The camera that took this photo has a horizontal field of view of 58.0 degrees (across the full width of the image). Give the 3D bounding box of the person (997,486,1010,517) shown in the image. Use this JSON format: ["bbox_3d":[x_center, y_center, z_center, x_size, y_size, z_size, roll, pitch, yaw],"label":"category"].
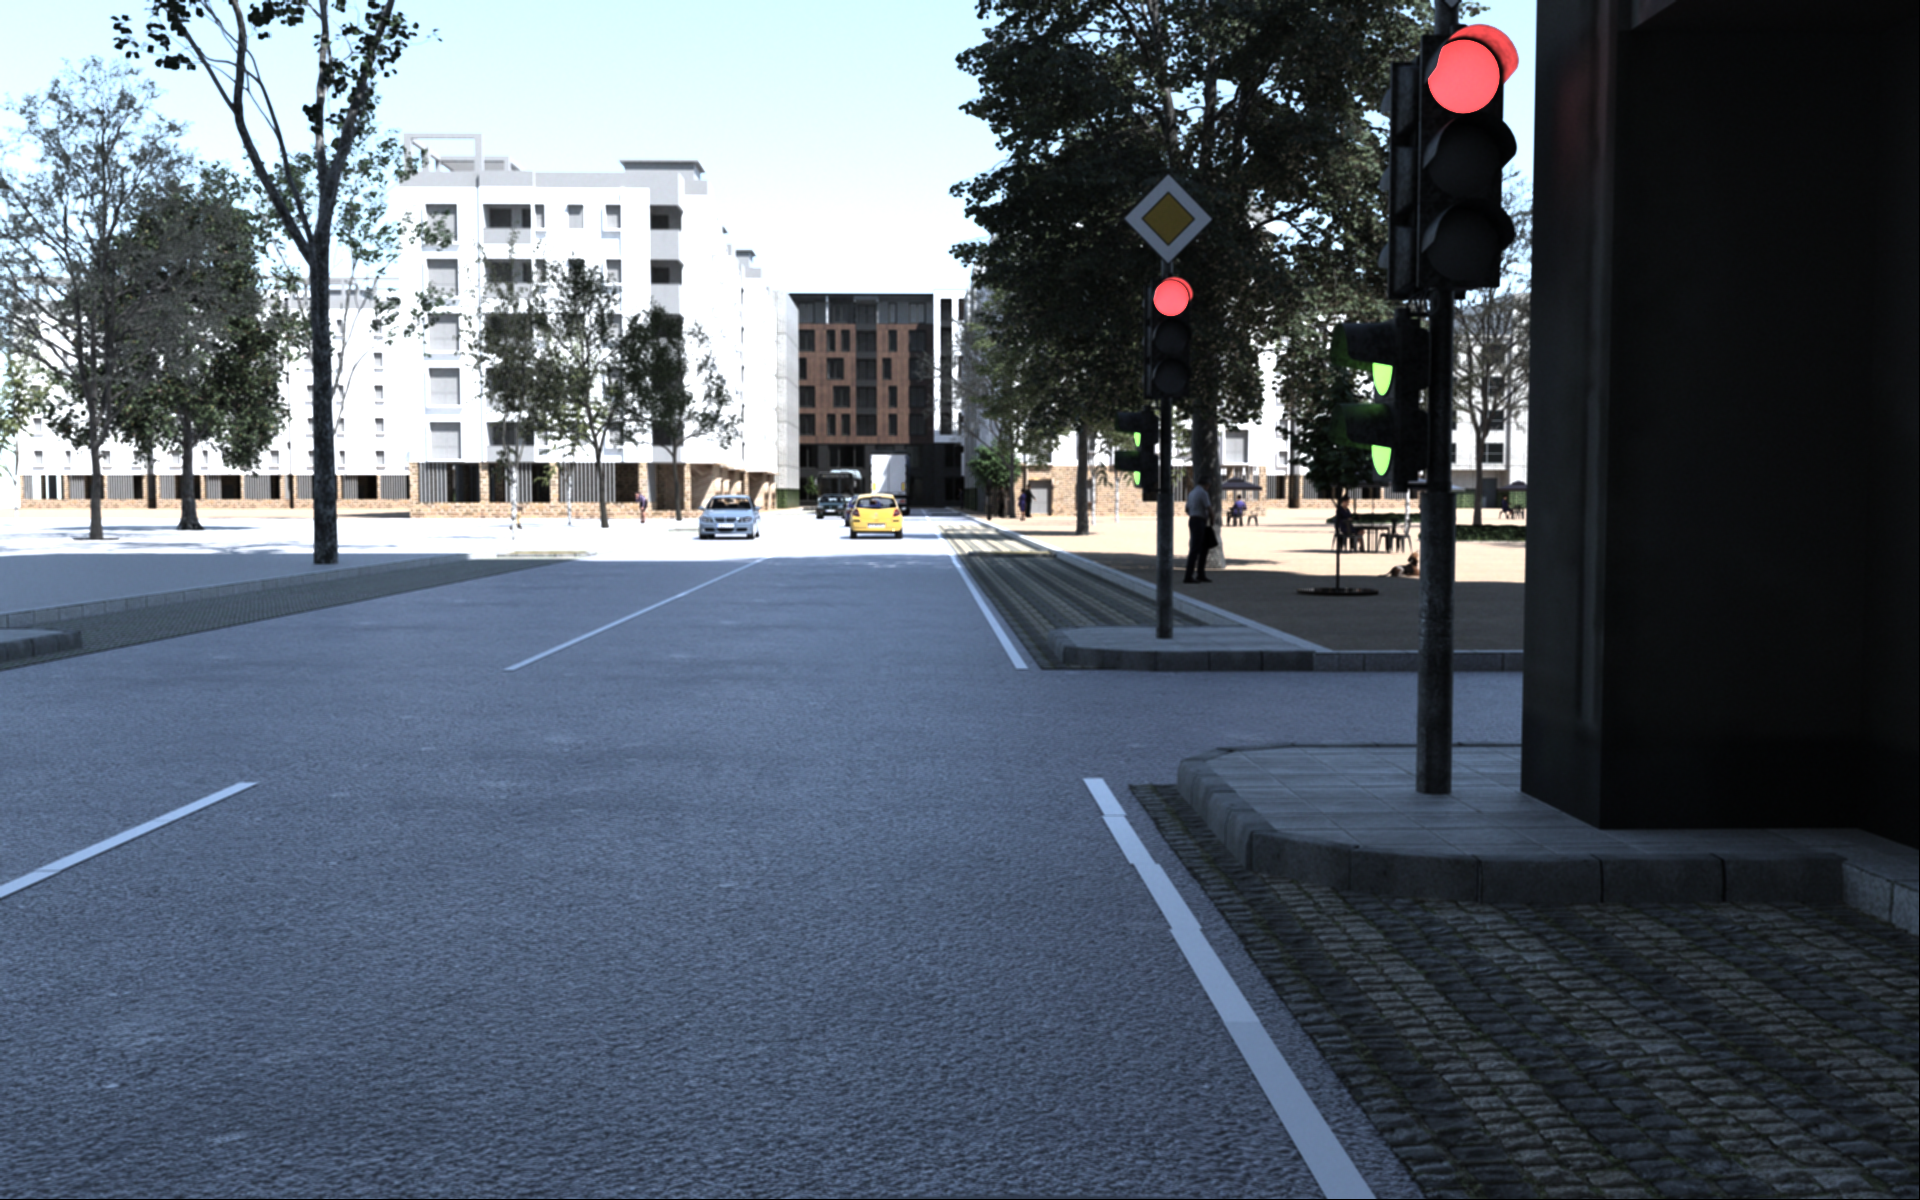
[{"bbox_3d":[2.359,-5.430,95.540,0.721,1.735,1.217,-2,4,-30],"label":"person"}]

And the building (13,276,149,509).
[{"bbox_3d":[-76.172,-18.395,157.183,11.380,20.091,16.016,0,4,-2],"label":"building"}]

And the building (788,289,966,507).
[{"bbox_3d":[-5.169,-20.971,186.854,32.646,21.610,27.936,0,4,-2],"label":"building"}]

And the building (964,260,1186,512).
[{"bbox_3d":[9.202,-16.717,139.786,16.747,18.905,31.486,0,4,-2],"label":"building"}]

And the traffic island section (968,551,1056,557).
[{"bbox_3d":[1.177,-1.054,40.106,1.991,0.108,1.994,0,4,-2],"label":"traffic island section"}]

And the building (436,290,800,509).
[{"bbox_3d":[-30.991,-17.823,157.856,31.486,18.905,16.747,0,4,-2],"label":"building"}]

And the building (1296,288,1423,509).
[{"bbox_3d":[35.123,-18.563,159.919,11.380,20.091,16.016,0,4,-2],"label":"building"}]

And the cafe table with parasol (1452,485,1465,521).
[{"bbox_3d":[23.188,-4.838,83.962,2.610,1.966,2.610,0,4,6],"label":"cafe table with parasol"}]

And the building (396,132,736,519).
[{"bbox_3d":[-21.244,-14.639,95.772,16.016,20.091,11.380,0,4,-2],"label":"building"}]

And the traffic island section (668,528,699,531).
[{"bbox_3d":[-10.235,-2.723,67.395,1.991,0.108,1.994,0,4,-2],"label":"traffic island section"}]

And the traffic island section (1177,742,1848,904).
[{"bbox_3d":[2.064,0.906,7.468,2.009,0.180,2.903,0,4,-2],"label":"traffic island section"}]

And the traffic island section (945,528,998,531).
[{"bbox_3d":[0.429,-2.702,67.040,1.991,0.108,1.994,0,4,-2],"label":"traffic island section"}]

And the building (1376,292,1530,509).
[{"bbox_3d":[56.549,-17.984,160.501,31.486,18.905,16.747,0,4,-2],"label":"building"}]

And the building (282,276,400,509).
[{"bbox_3d":[-52.549,-18.403,157.309,11.380,20.091,16.016,0,4,-2],"label":"building"}]

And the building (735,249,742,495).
[{"bbox_3d":[-22.400,-15.381,107.892,16.016,20.091,11.380,0,4,-2],"label":"building"}]

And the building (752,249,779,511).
[{"bbox_3d":[-22.461,-16.817,131.378,16.016,20.091,11.380,0,4,-2],"label":"building"}]

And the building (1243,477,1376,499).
[{"bbox_3d":[28.054,-21.077,188.580,32.646,21.610,27.936,0,4,-2],"label":"building"}]

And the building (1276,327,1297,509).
[{"bbox_3d":[23.273,-18.526,159.312,11.380,20.091,16.016,0,4,-2],"label":"building"}]

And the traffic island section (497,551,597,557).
[{"bbox_3d":[-9.485,-1.050,40.041,1.991,0.108,1.994,0,4,-2],"label":"traffic island section"}]

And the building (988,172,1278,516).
[{"bbox_3d":[10.130,-15.289,106.394,16.016,20.091,11.380,0,4,-2],"label":"building"}]

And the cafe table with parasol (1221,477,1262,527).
[{"bbox_3d":[10.878,-3.895,68.555,2.610,1.966,2.610,-2,4,-33],"label":"cafe table with parasol"}]

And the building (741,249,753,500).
[{"bbox_3d":[-23.059,-16.074,119.237,16.016,20.091,11.380,0,4,-2],"label":"building"}]

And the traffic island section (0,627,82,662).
[{"bbox_3d":[-9.132,0.436,15.155,2.009,0.180,2.903,0,4,-2],"label":"traffic island section"}]

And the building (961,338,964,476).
[{"bbox_3d":[8.184,-18.636,161.122,16.016,20.091,11.380,0,4,-2],"label":"building"}]

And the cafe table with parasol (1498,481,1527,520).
[{"bbox_3d":[28.348,-5.080,87.924,2.610,1.966,2.610,-1,4,-12],"label":"cafe table with parasol"}]

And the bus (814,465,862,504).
[{"bbox_3d":[-8.830,-8.133,127.834,2.948,3.499,13.247,0,4,0],"label":"bus"}]

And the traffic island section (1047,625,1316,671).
[{"bbox_3d":[1.845,0.418,15.450,2.009,0.180,2.903,0,4,-2],"label":"traffic island section"}]

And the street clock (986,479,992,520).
[{"bbox_3d":[1.421,-4.873,84.251,0.358,2.002,0.471,0,4,-3],"label":"street clock"}]

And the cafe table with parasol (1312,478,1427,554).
[{"bbox_3d":[8.986,-2.007,37.684,2.610,1.966,2.610,1,4,11],"label":"cafe table with parasol"}]

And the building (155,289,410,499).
[{"bbox_3d":[-72.049,-20.928,186.146,32.646,21.610,27.936,0,4,-2],"label":"building"}]

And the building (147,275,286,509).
[{"bbox_3d":[-63.902,-18.334,156.179,11.380,20.091,16.016,0,4,-2],"label":"building"}]

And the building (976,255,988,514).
[{"bbox_3d":[9.174,-15.982,117.730,16.016,20.091,11.380,0,4,-2],"label":"building"}]

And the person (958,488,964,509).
[{"bbox_3d":[0.043,-8.617,147.378,0.568,1.767,0.683,-2,4,-31],"label":"person"}]
